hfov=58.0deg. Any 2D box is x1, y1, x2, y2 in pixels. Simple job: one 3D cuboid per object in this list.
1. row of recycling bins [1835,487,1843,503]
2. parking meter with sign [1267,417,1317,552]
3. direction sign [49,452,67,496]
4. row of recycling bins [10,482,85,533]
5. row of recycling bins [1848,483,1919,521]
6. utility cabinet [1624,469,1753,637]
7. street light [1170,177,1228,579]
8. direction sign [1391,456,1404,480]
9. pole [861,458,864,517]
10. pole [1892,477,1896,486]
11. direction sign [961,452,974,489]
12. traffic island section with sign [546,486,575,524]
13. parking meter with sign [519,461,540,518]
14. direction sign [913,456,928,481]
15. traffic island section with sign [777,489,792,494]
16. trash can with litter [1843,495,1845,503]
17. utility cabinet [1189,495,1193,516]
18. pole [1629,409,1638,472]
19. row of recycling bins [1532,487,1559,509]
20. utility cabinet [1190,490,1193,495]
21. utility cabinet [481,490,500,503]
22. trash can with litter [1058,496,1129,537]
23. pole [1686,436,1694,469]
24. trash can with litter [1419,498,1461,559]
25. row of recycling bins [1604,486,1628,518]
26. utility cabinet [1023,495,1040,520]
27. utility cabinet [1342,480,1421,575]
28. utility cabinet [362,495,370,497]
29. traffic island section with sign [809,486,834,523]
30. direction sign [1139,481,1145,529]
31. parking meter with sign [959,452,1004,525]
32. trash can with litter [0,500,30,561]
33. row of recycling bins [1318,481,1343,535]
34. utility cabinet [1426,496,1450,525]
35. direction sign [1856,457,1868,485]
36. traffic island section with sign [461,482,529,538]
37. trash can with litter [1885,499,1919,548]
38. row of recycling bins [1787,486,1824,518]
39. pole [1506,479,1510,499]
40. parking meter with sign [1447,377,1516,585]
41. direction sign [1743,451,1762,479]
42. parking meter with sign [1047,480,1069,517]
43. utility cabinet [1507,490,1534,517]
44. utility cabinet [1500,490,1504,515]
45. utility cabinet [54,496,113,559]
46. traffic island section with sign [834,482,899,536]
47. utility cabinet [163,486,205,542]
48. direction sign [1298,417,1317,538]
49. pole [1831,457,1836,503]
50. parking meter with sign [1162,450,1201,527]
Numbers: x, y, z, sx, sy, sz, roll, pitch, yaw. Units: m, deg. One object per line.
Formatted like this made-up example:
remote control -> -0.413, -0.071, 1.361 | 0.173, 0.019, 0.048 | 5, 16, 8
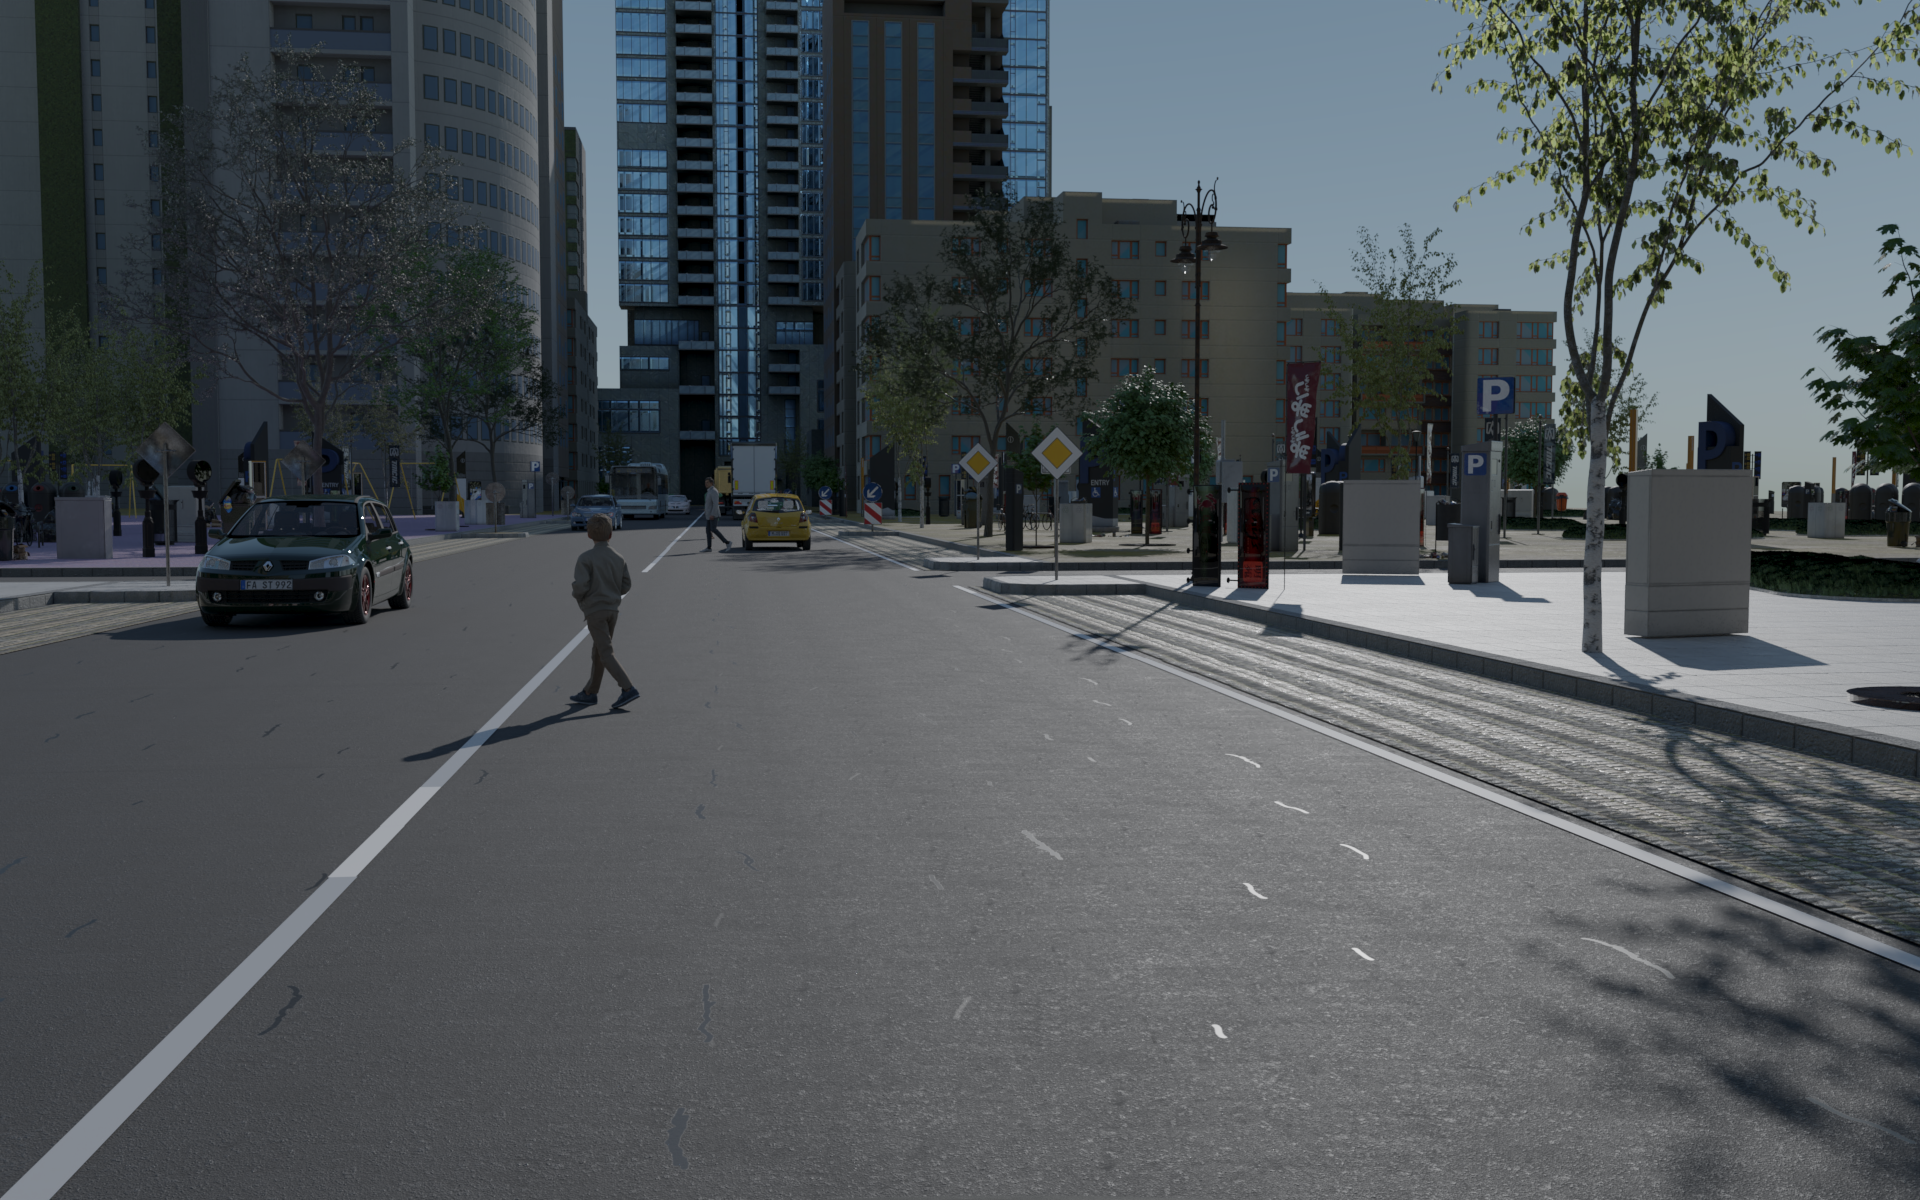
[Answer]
row of recycling bins -> 56.025, -6.143, 107.553 | 3.534, 1.692, 1.069 | 0, 4, 1
parking meter with sign -> 7.232, -2.608, 38.903 | 1.738, 3.016, 0.543 | -3, 5, -41
direction sign -> -48.082, -6.139, 92.375 | 0.876, 3.537, 0.379 | -1, 4, -11
row of recycling bins -> -31.206, -3.113, 58.012 | 3.534, 1.692, 1.069 | -1, 4, -13
row of recycling bins -> 35.010, -3.506, 64.434 | 3.534, 1.692, 1.069 | 3, 4, 37
utility cabinet -> 6.558, -0.424, 15.611 | 1.173, 1.500, 0.318 | -1, 4, -22
street light -> 3.517, -3.235, 25.677 | 0.468, 5.910, 1.993 | 0, 4, -8
direction sign -> 25.792, -6.738, 102.158 | 0.379, 3.537, 0.876 | -3, 4, -37
pole -> -5.516, -6.367, 97.942 | 0.158, 3.312, 0.155 | 0, 3, 0
pole -> 37.812, -4.666, 70.124 | 0.158, 3.312, 0.155 | 0, 3, 0
direction sign -> 0.408, -6.164, 92.779 | 0.876, 3.537, 0.379 | -3, 5, -41
traffic island section with sign -> -18.905, -4.590, 83.676 | 1.989, 1.847, 2.006 | 0, 4, -8
parking meter with sign -> -23.088, -5.899, 92.715 | 0.543, 3.016, 1.738 | -3, 4, -38
direction sign -> -2.350, -6.792, 103.045 | 0.876, 3.537, 0.379 | -1, 4, -17
traffic island section with sign -> -13.621, -7.776, 135.771 | 1.989, 1.847, 2.006 | 0, 4, -8
trash can with litter -> 47.027, -4.926, 91.591 | 1.678, 1.210, 2.233 | -2, 4, -27
utility cabinet -> 13.258, -5.405, 99.531 | 0.306, 1.237, 1.020 | 3, 4, 37
pole -> 16.211, -2.930, 41.746 | 0.158, 3.312, 0.155 | 0, 3, 0
row of recycling bins -> 35.531, -6.015, 105.454 | 1.069, 1.692, 3.534 | 0, 4, 2
utility cabinet -> 13.257, -5.715, 102.112 | 1.173, 1.500, 0.318 | 3, 5, 42
utility cabinet -> -27.120, -5.576, 99.846 | 0.318, 1.500, 1.173 | 3, 5, 43
trash can with litter -> 3.969, -2.490, 51.771 | 2.233, 1.210, 1.678 | 0, 4, -3
pole -> 25.520, -4.080, 60.546 | 0.158, 3.312, 0.155 | 0, 3, 0
trash can with litter -> 9.461, -1.464, 34.991 | 2.233, 1.210, 1.678 | 1, 4, 9
row of recycling bins -> 34.449, -5.153, 91.366 | 1.069, 1.692, 3.534 | -1, 4, -13
utility cabinet -> 3.408, -4.537, 85.345 | 1.020, 1.237, 0.306 | 0, 4, -1
utility cabinet -> 6.642, -1.139, 27.305 | 1.173, 1.500, 0.318 | 1, 4, 15
utility cabinet -> -35.961, -5.689, 104.177 | 1.020, 1.237, 0.306 | 2, 4, 26
traffic island section with sign -> -6.861, -4.756, 86.388 | 1.989, 1.847, 2.006 | 0, 4, -8
direction sign -> 6.705, -4.427, 64.373 | 0.876, 3.537, 0.379 | 3, 5, 45
parking meter with sign -> 0.931, -4.604, 71.533 | 1.738, 3.016, 0.543 | 0, 4, 4
trash can with litter -> -18.476, -1.349, 33.444 | 0.624, 1.170, 1.055 | 0, 4, -2
row of recycling bins -> 12.451, -3.015, 56.404 | 1.069, 1.692, 3.534 | 2, 4, 24
utility cabinet -> 19.807, -3.707, 71.774 | 0.306, 1.237, 1.020 | -2, 4, -35
direction sign -> 38.304, -4.962, 73.124 | 0.876, 3.537, 0.379 | 3, 4, 38
traffic island section with sign -> -15.246, -2.951, 56.883 | 1.989, 1.847, 2.006 | 0, 4, -8
trash can with litter -> 22.923, -1.861, 41.807 | 1.055, 1.170, 0.624 | 2, 4, 32
row of recycling bins -> 41.264, -4.727, 84.395 | 1.069, 1.692, 3.534 | 3, 5, 42
pole -> 31.391, -6.442, 99.165 | 0.158, 3.312, 0.155 | 0, 3, 0
parking meter with sign -> 7.571, -1.772, 25.241 | 0.543, 3.016, 1.738 | 2, 4, 32
direction sign -> 41.788, -6.080, 91.403 | 0.876, 3.537, 0.379 | 0, 4, 8
parking meter with sign -> 5.693, -6.117, 96.279 | 1.738, 3.016, 0.543 | 0, 4, 1
utility cabinet -> 27.501, -4.669, 85.015 | 1.173, 1.500, 0.318 | 2, 4, 33
utility cabinet -> 27.003, -4.816, 87.421 | 1.173, 1.500, 0.318 | -1, 4, -23
utility cabinet -> -17.424, -1.425, 34.462 | 1.020, 1.237, 0.306 | 0, 4, 5
traffic island section with sign -> -3.180, -3.123, 59.684 | 1.989, 1.847, 2.006 | 0, 4, -8
utility cabinet -> -20.480, -2.265, 45.712 | 1.173, 1.500, 0.318 | 2, 4, 26
direction sign -> 10.063, -3.610, 51.014 | 0.876, 3.537, 0.379 | 1, 4, 20
pole -> 48.106, -6.210, 95.375 | 0.158, 3.312, 0.155 | 0, 3, 0
parking meter with sign -> 8.447, -4.323, 66.948 | 1.738, 3.016, 0.543 | -2, 4, -28
